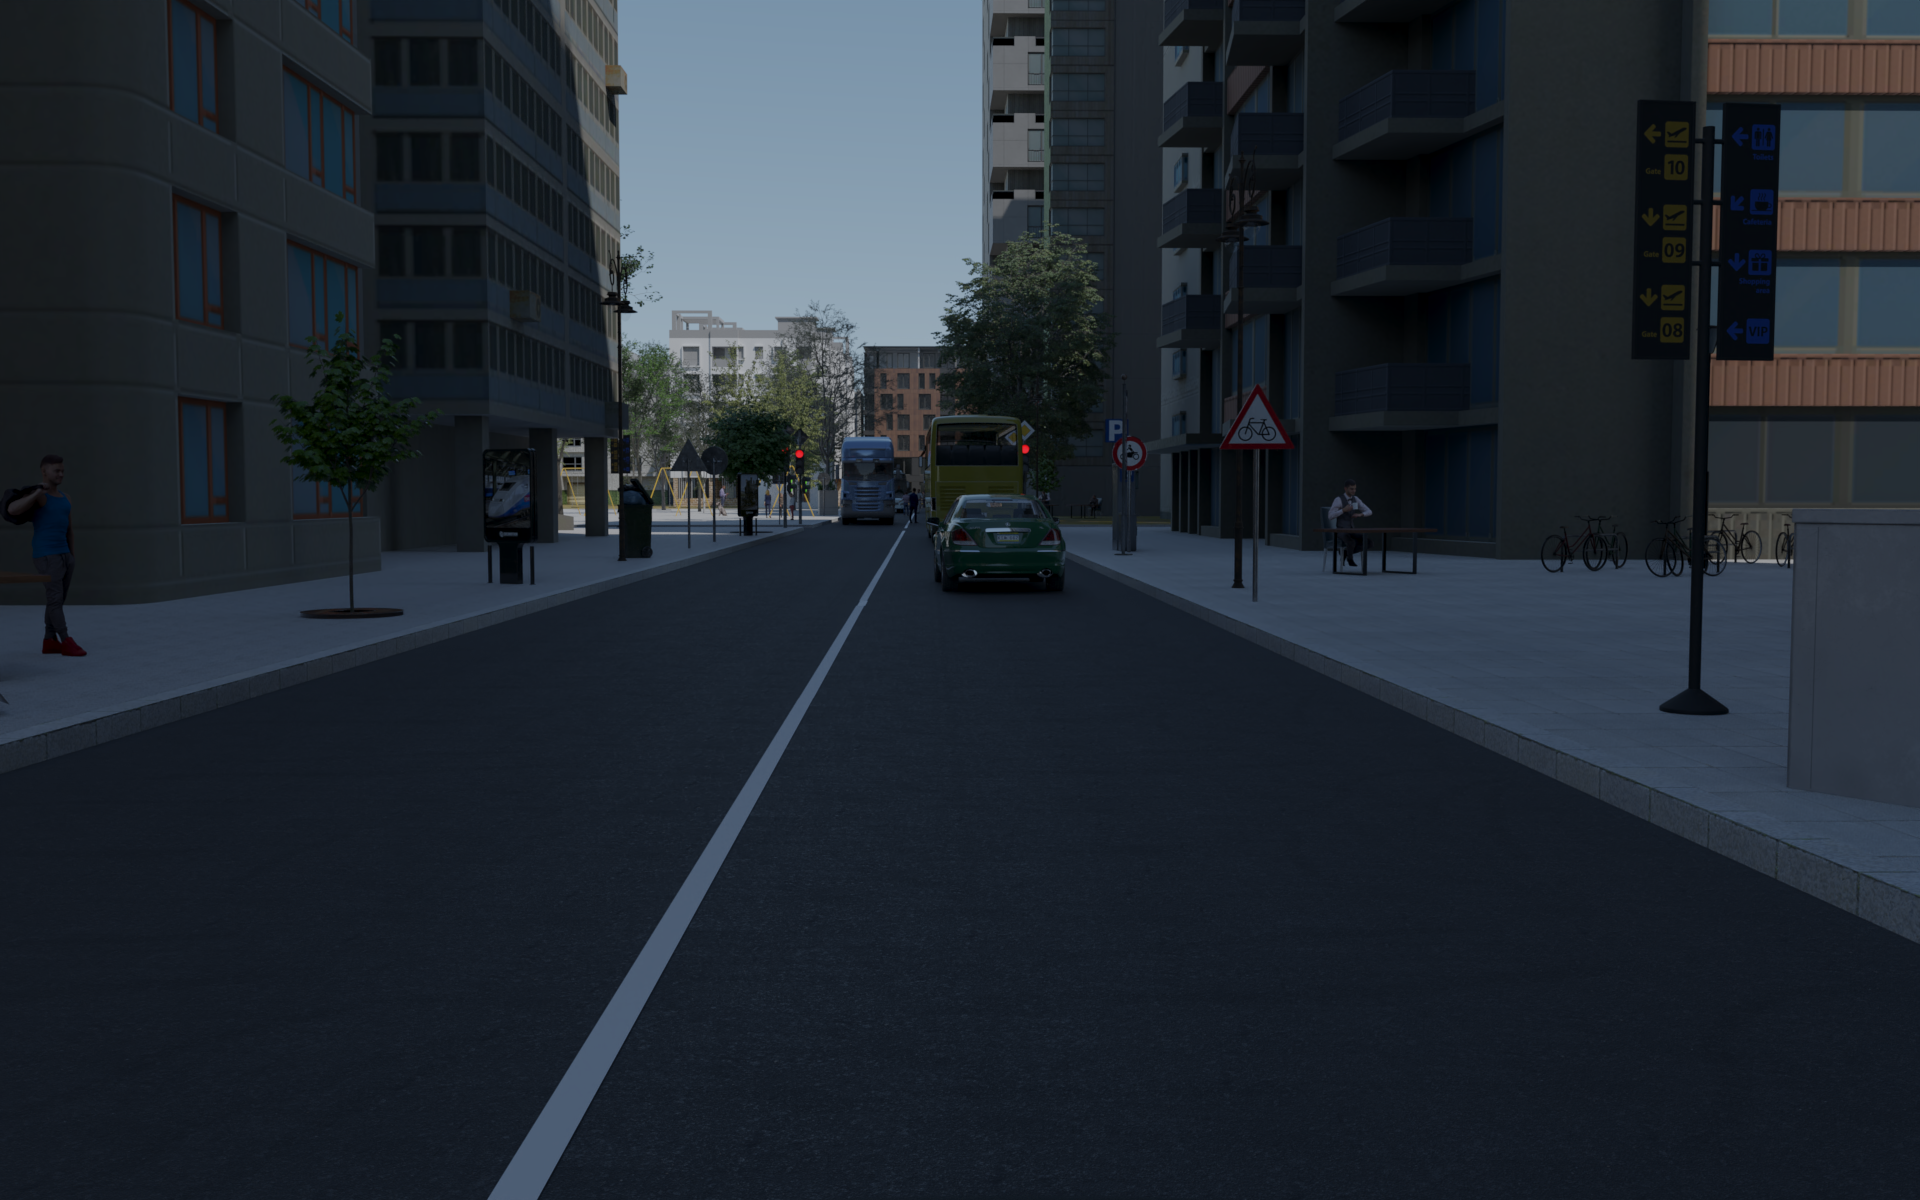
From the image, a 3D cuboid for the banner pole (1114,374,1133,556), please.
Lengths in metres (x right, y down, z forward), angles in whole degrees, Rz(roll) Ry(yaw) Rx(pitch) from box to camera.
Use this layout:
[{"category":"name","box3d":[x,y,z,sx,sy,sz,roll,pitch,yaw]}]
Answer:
[{"category":"banner pole","box3d":[3.475,-2.840,36.453,0.401,3.779,0.863,1,4,12]}]

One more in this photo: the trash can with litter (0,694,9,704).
[{"category":"trash can with litter","box3d":[-6.058,0.096,9.822,1.055,1.170,0.624,-3,5,-42]}]

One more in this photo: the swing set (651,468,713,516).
[{"category":"swing set","box3d":[-16.725,-6.405,102.334,3.119,2.851,2.862,3,5,40]}]

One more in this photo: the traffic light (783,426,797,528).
[{"category":"traffic light","box3d":[-6.626,-4.697,65.709,0.839,4.253,0.868,0,4,-1]}]

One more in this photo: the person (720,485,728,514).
[{"category":"person","box3d":[-15.002,-6.392,110.420,0.599,1.838,0.709,0,4,-3]}]

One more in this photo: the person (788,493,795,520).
[{"category":"person","box3d":[-8.274,-4.598,85.136,0.340,1.345,0.435,-3,5,-42]}]

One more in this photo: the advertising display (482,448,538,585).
[{"category":"advertising display","box3d":[-6.410,-1.191,24.689,0.974,1.923,0.123,2,4,32]}]

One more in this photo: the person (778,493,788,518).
[{"category":"person","box3d":[-9.624,-5.145,94.065,0.435,1.345,0.340,-3,5,-41]}]

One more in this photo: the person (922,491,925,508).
[{"category":"person","box3d":[-3.922,-10.481,180.395,0.750,1.759,0.617,2,4,31]}]

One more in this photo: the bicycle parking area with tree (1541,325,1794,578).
[{"category":"bicycle parking area with tree","box3d":[14.595,-2.491,27.723,9.016,4.147,8.231,-2,4,-27]}]

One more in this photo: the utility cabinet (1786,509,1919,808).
[{"category":"utility cabinet","box3d":[3.997,0.244,7.180,0.306,1.237,1.020,-2,4,-32]}]

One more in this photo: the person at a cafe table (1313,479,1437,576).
[{"category":"person at a cafe table","box3d":[6.499,-1.192,27.999,1.698,1.524,1.622,-2,4,-28]}]

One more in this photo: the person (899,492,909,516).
[{"category":"person","box3d":[-3.493,-6.244,112.540,0.963,1.587,0.435,-1,4,-18]}]

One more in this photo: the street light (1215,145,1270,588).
[{"category":"street light","box3d":[3.797,-3.100,23.470,0.468,5.910,1.993,0,4,-1]}]

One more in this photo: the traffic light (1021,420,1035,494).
[{"category":"traffic light","box3d":[2.433,-4.709,65.905,0.839,4.253,0.868,0,4,-1]}]

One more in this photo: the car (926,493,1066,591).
[{"category":"car","box3d":[0.559,-0.926,26.941,2.131,1.459,4.920,0,4,-3]}]

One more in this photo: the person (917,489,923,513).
[{"category":"person","box3d":[-3.133,-7.302,128.029,0.875,1.805,0.789,3,5,41]}]

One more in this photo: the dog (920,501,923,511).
[{"category":"dog","box3d":[-3.547,-8.056,148.559,0.513,0.831,0.800,-1,4,-21]}]

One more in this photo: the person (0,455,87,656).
[{"category":"person","box3d":[-7.230,-0.358,13.763,0.662,1.594,0.647,0,4,1]}]

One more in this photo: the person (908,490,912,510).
[{"category":"person","box3d":[-4.487,-9.160,158.344,1.350,1.814,0.705,0,4,-5]}]

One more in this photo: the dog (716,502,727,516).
[{"category":"dog","box3d":[-13.765,-5.289,100.861,0.800,0.831,0.513,2,4,25]}]

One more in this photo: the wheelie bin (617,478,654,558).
[{"category":"wheelie bin","box3d":[-6.533,-1.646,34.813,0.693,1.594,0.980,-1,4,-21]}]

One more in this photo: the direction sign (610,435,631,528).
[{"category":"direction sign","box3d":[-13.015,-4.553,66.436,0.876,3.537,0.379,1,4,22]}]

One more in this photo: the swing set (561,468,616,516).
[{"category":"swing set","box3d":[-22.484,-6.472,103.442,3.119,2.851,2.862,2,4,30]}]

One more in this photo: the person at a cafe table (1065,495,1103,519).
[{"category":"person at a cafe table","box3d":[6.767,-4.925,91.382,1.726,1.238,1.698,-3,4,-39]}]

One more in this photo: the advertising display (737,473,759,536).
[{"category":"advertising display","box3d":[-6.501,-2.930,53.116,0.123,1.923,0.974,2,4,28]}]

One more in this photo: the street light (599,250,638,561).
[{"category":"street light","box3d":[-6.477,-3.684,33.020,0.468,5.910,1.993,0,4,-1]}]

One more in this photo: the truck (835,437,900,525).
[{"category":"truck","box3d":[-4.651,-5.970,87.374,2.967,4.110,18.799,0,4,-3]}]

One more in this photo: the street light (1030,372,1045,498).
[{"category":"street light","box3d":[2.926,-5.674,65.550,0.468,5.910,1.993,0,4,-1]}]

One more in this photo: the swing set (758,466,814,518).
[{"category":"swing set","box3d":[-10.107,-6.044,96.435,2.862,2.851,3.119,-2,4,-34]}]

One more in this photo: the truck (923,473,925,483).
[{"category":"truck","box3d":[-0.634,-6.776,100.553,2.967,4.110,18.799,0,4,-1]}]

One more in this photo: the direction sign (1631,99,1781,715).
[{"category":"direction sign","box3d":[4.328,-1.108,10.108,0.876,3.537,0.379,-1,4,-8]}]

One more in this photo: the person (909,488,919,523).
[{"category":"person","box3d":[-2.230,-4.657,85.345,0.576,1.737,0.504,2,4,23]}]

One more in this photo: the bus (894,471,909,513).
[{"category":"bus","box3d":[-5.445,-8.464,133.246,2.948,3.499,13.247,0,4,-2]}]

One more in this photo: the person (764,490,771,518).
[{"category":"person","box3d":[-10.314,-5.178,93.239,0.480,1.512,0.613,-3,5,-42]}]

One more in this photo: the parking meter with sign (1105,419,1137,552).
[{"category":"parking meter with sign","box3d":[3.709,-2.639,39.404,0.543,3.016,1.738,0,4,-6]}]

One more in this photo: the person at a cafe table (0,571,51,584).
[{"category":"person at a cafe table","box3d":[-7.465,-0.062,11.875,1.726,1.238,1.698,3,5,42]}]

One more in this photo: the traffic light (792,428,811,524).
[{"category":"traffic light","box3d":[-6.785,-5.185,73.693,0.839,4.253,0.868,0,4,-1]}]

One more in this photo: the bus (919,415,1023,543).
[{"category":"bus","box3d":[0.246,-3.766,53.127,2.896,3.916,12.252,0,4,-2]}]

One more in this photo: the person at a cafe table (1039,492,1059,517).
[{"category":"person at a cafe table","box3d":[4.301,-5.008,90.397,1.698,1.524,1.622,1,4,14]}]
